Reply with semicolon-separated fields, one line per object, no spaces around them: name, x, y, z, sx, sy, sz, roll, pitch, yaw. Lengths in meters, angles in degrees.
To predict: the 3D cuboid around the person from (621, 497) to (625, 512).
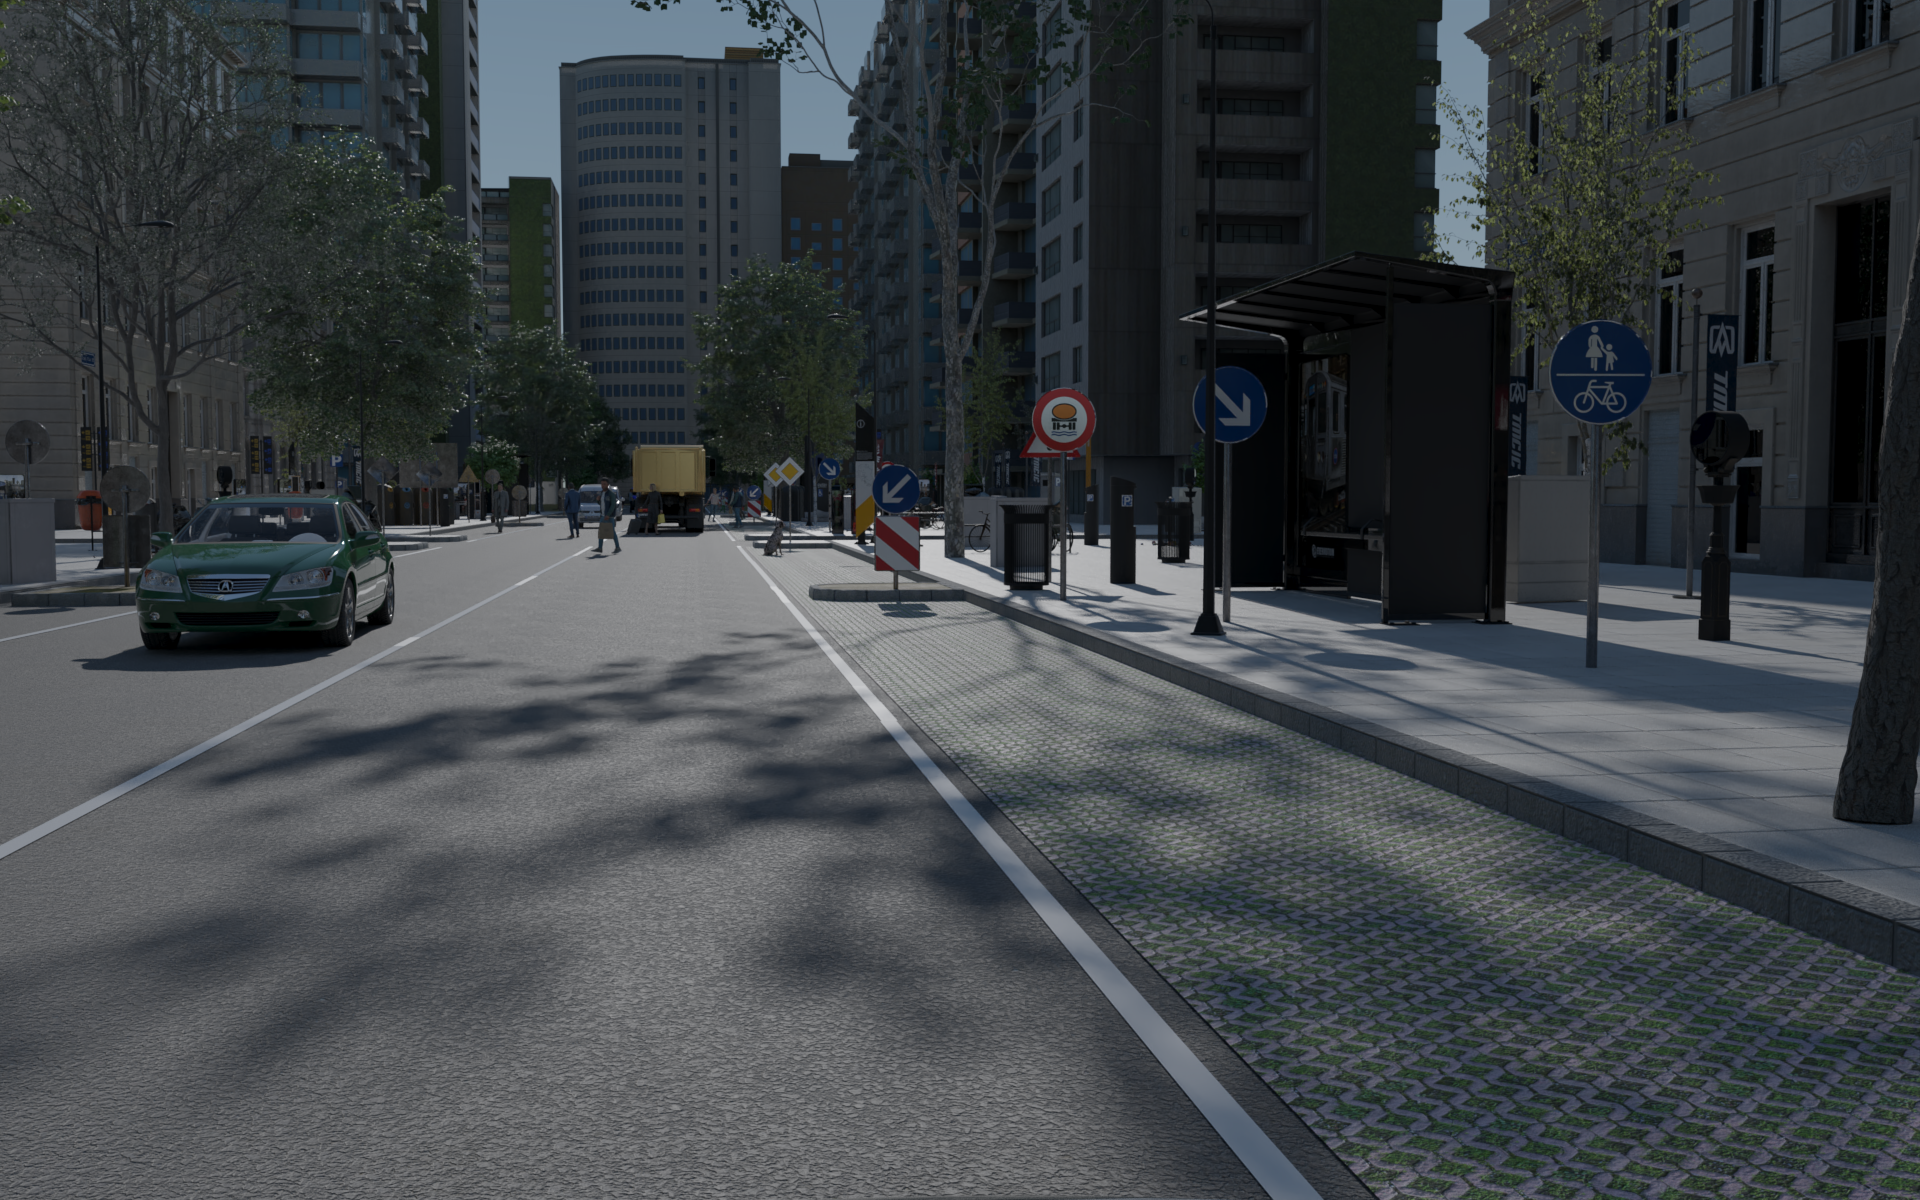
person;-27.766;-7.946;141.643;0.697;1.427;0.421;2;4;26

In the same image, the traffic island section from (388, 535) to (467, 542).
traffic island section;-16.169;-1.867;52.804;2.009;0.180;2.903;-1;4;-9

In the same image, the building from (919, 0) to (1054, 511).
building;9.660;-28.303;117.376;22.147;44.769;28.867;-1;4;-9

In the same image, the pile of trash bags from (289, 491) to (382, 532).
pile of trash bags;-21.217;-2.975;58.401;3.447;1.369;1.912;1;4;15

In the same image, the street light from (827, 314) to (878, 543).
street light;-2.742;-4.431;44.980;1.470;5.913;1.316;-1;4;-9

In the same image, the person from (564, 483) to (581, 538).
person;-12.727;-2.952;56.955;0.419;1.800;0.721;3;4;37

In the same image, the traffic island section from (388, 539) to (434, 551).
traffic island section;-14.955;-1.384;44.912;2.009;0.180;2.903;-1;4;-9

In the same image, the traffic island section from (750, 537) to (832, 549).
traffic island section;-4.535;-1.482;46.504;2.009;0.180;2.903;-1;4;-9

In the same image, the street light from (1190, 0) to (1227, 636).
street light;1.735;-2.632;15.574;1.470;5.913;1.316;-1;4;-9

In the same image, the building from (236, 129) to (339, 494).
building;-43.398;-15.579;96.513;13.314;21.916;24.055;-1;4;-9

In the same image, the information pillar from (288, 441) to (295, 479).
information pillar;-29.676;-5.236;76.955;0.183;3.616;0.504;0;4;1

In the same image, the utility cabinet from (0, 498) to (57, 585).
utility cabinet;-13.512;-0.847;25.008;0.306;1.237;1.020;0;4;7

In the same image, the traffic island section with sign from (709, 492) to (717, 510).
traffic island section with sign;-21.304;-8.984;155.523;1.989;1.847;2.006;-1;4;-9

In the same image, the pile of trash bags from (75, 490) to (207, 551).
pile of trash bags;-18.523;-1.854;40.058;3.447;1.369;1.912;-2;4;-29

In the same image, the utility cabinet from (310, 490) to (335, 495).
utility cabinet;-31.507;-4.711;85.709;1.173;1.500;0.318;-2;4;-28

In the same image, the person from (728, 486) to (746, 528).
person;-9.263;-3.858;71.919;0.721;1.781;0.623;0;4;-5

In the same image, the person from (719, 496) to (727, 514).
person;-17.157;-6.884;125.301;0.590;1.304;0.306;2;4;29

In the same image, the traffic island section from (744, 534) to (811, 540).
traffic island section;-5.750;-1.964;54.396;2.009;0.180;2.903;-1;4;-9

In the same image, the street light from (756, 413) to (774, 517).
street light;-11.095;-7.700;98.443;1.470;5.913;1.316;-1;4;-9

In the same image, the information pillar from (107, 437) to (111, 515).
information pillar;-30.371;-4.303;61.704;0.183;3.616;0.504;-1;4;-14

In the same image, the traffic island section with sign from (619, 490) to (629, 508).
traffic island section with sign;-35.485;-10.509;180.444;1.989;1.847;2.006;-1;4;-9

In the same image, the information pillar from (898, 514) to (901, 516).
information pillar;-2.531;-3.990;69.724;0.304;2.012;0.304;-2;4;-24

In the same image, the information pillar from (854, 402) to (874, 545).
information pillar;-2.422;-3.214;43.911;0.504;3.616;0.183;1;4;15

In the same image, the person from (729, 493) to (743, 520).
person;-12.253;-5.228;94.465;0.782;1.767;0.515;2;4;29

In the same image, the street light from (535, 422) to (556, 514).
street light;-26.728;-8.514;111.751;1.470;5.913;1.316;-1;4;-9

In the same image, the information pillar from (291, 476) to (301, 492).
information pillar;-26.916;-4.021;70.241;0.304;2.012;0.304;-1;4;-11

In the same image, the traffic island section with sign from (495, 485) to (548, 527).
traffic island section with sign;-19.596;-4.192;77.171;1.989;1.847;2.006;-1;4;-9

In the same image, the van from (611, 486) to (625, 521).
van;-18.969;-5.245;92.767;2.013;2.044;4.112;-1;4;-10

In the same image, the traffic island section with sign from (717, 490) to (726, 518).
traffic island section with sign;-13.597;-5.918;105.394;1.989;1.847;2.006;-1;4;-9

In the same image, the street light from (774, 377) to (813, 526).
street light;-6.563;-5.902;69.046;1.470;5.913;1.316;-1;4;-9

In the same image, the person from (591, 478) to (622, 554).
person;-8.420;-2.009;41.333;0.713;1.824;0.794;-2;4;-29

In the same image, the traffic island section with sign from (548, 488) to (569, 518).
traffic island section with sign;-23.695;-5.822;103.814;1.989;1.847;2.006;-1;4;-9

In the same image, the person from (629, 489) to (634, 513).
person;-25.014;-7.546;131.868;0.705;1.826;1.348;-1;4;-12

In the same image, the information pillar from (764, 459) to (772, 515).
information pillar;-11.707;-6.982;105.509;0.504;3.616;0.183;-2;4;-28

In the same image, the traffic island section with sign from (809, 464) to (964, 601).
traffic island section with sign;-1.072;-0.936;23.928;1.989;1.847;2.006;-1;4;-9

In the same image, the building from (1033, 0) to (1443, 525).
building;11.377;-18.563;75.200;14.107;30.474;14.160;-1;4;-9

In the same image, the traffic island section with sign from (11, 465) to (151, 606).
traffic island section with sign;-11.293;-0.891;23.189;1.989;1.847;2.006;-1;4;-9

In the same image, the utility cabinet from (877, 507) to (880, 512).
utility cabinet;-5.739;-6.901;121.505;1.173;1.500;0.318;-2;4;-33

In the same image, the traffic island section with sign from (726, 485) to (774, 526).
traffic island section with sign;-9.498;-4.289;78.752;1.989;1.847;2.006;-1;4;-9

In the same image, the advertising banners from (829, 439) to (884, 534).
advertising banners;-3.304;-3.620;55.373;2.074;3.025;0.090;2;4;29

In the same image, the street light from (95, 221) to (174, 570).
street light;-14.052;-3.484;29.512;1.470;5.913;1.316;-1;4;-9

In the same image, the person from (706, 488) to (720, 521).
person;-13.007;-4.983;90.651;0.731;1.740;0.598;-3;5;-42

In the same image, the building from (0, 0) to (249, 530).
building;-39.035;-16.815;72.194;12.463;27.353;25.104;-1;4;-9

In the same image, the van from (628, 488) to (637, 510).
van;-28.251;-9.129;153.638;2.240;2.365;5.245;-1;4;-9

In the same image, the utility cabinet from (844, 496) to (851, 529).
utility cabinet;-3.866;-3.172;63.019;1.020;1.237;0.306;1;4;20

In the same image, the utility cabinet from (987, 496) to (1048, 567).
utility cabinet;1.044;-1.190;30.616;1.020;1.237;0.306;-2;4;-24

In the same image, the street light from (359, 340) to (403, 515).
street light;-17.514;-4.881;52.354;1.470;5.913;1.316;-1;4;-9

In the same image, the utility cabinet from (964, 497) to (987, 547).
utility cabinet;0.253;-1.888;42.033;1.020;1.237;0.306;-1;4;-9

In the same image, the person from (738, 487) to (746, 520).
person;-12.210;-5.361;96.178;0.660;1.820;0.620;3;4;38

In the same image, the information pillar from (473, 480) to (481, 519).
information pillar;-24.903;-5.186;89.281;0.304;2.012;0.304;-2;4;-28

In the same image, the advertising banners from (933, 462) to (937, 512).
advertising banners;-1.483;-6.164;96.966;0.090;3.025;2.074;-1;4;-10

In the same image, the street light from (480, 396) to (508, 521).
street light;-22.148;-6.714;82.308;1.470;5.913;1.316;-1;4;-9

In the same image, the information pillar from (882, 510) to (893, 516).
information pillar;-2.358;-3.214;57.043;0.304;2.012;0.304;2;4;30

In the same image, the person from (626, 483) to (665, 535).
person;-10.979;-3.177;60.666;1.509;1.804;0.699;3;5;44

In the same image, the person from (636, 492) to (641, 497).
person;-16.463;-4.941;89.469;0.473;1.802;0.592;2;4;27

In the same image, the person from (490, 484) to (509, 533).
person;-17.132;-3.414;64.418;0.694;1.812;0.767;0;4;4

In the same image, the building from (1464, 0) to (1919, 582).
building;18.623;-13.973;25.719;12.463;27.353;25.104;-1;4;-9

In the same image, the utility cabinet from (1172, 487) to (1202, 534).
utility cabinet;7.298;-2.874;55.663;0.318;1.500;1.173;3;5;45

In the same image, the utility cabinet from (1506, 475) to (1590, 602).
utility cabinet;6.970;-0.725;20.535;1.173;1.500;0.318;-2;4;-25

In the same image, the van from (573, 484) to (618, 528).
van;-15.589;-4.094;73.946;2.013;2.044;4.112;-1;4;-8
